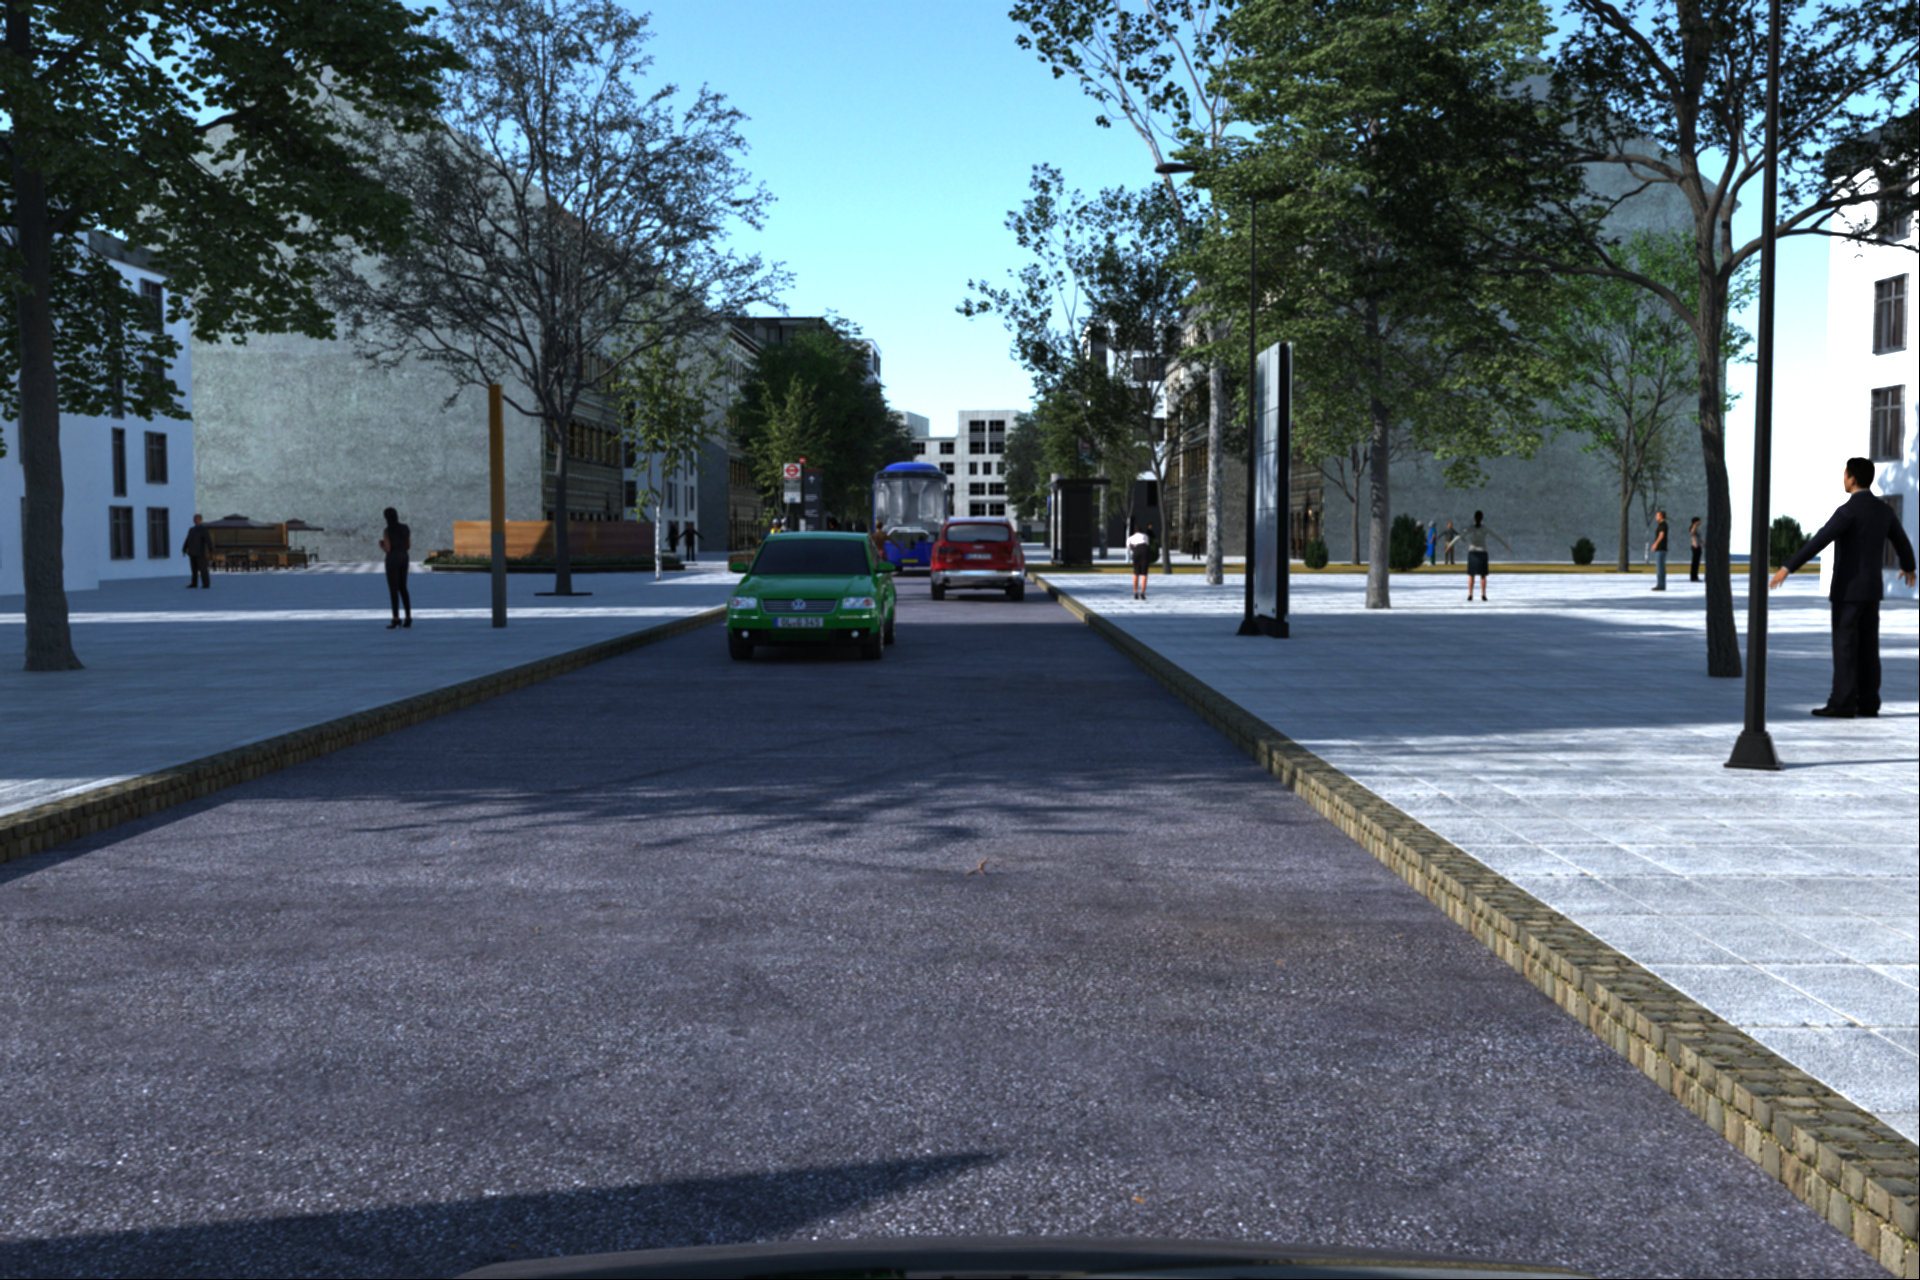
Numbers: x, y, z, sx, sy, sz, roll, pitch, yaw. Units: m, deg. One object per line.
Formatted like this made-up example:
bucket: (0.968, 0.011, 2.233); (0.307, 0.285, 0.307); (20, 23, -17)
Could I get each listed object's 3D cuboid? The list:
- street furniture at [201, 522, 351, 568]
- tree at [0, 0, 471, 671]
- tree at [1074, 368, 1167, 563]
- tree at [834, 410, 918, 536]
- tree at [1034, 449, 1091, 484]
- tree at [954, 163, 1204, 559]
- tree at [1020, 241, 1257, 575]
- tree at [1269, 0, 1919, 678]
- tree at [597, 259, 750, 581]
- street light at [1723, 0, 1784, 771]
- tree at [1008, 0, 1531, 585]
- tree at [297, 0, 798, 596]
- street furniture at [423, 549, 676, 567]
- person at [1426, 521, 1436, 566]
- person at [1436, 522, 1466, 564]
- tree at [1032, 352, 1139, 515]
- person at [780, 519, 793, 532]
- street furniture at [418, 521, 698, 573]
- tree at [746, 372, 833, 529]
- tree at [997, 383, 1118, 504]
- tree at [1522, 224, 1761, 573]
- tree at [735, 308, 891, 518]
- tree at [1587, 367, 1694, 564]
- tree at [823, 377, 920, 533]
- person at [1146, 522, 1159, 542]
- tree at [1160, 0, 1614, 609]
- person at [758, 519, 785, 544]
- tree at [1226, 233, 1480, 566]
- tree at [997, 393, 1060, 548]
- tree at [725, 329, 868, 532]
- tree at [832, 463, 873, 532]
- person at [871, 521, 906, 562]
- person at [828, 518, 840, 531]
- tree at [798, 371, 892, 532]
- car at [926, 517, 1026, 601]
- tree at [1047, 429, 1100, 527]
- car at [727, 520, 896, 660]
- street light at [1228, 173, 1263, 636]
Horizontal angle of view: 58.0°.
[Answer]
street furniture: (-30.571, -3.822, 69.338); (11.010, 1.723, 9.812); (-2, 4, -25)
tree: (-8.442, -5.963, 15.627); (7.486, 12.596, 7.792); (0, 3, 0)
tree: (7.570, -7.731, 76.767); (4.360, 8.622, 3.978); (0, 3, 0)
tree: (-8.145, -15.208, 155.310); (9.857, 13.997, 8.962); (0, 3, 0)
tree: (7.179, -10.859, 127.903); (4.360, 8.622, 3.978); (0, 3, 0)
tree: (6.478, -14.257, 88.993); (12.611, 20.169, 13.585); (0, 3, 0)
tree: (6.414, -7.375, 55.000); (8.767, 10.594, 7.601); (-2, 4, -35)
tree: (6.624, -4.960, 15.502); (7.601, 10.594, 8.767); (2, 4, 35)
tree: (-8.121, -5.937, 47.436); (4.737, 8.622, 4.395); (0, 3, 0)
street light: (4.922, -2.252, 9.363); (1.470, 5.913, 1.316); (0, 4, 1)
tree: (7.717, -11.417, 42.561); (12.611, 20.169, 13.585); (0, 3, 0)
tree: (-8.383, -7.683, 35.994); (12.009, 13.543, 11.850); (0, 3, 0)
street furniture: (-16.239, -3.336, 70.171); (10.072, 0.657, 5.734); (0, 4, 1)
person: (19.019, -3.897, 69.846); (0.704, 1.817, 1.347); (1, 4, 11)
person: (20.810, -4.115, 73.548); (1.348, 1.796, 0.705); (0, 4, -4)
tree: (8.059, -11.645, 108.520); (7.486, 12.596, 7.792); (0, 3, 0)
person: (-6.466, -3.542, 63.772); (1.347, 1.847, 0.705); (0, 4, -2)
street furniture: (-14.121, -3.207, 59.286); (11.010, 1.723, 9.812); (2, 4, 31)
tree: (-7.965, -7.897, 79.484); (4.737, 8.622, 4.395); (0, 3, 0)
tree: (7.891, -13.879, 137.286); (12.009, 13.543, 11.850); (0, 3, 0)
tree: (22.444, -8.076, 57.798); (9.928, 11.665, 9.643); (0, 3, 0)
tree: (-8.653, -11.761, 98.945); (9.857, 13.997, 8.962); (0, 3, 0)
tree: (29.650, -7.563, 74.012); (4.360, 8.622, 3.978); (0, 3, 0)
tree: (-7.902, -13.794, 135.904); (12.009, 13.543, 11.850); (0, 3, 0)
person: (8.960, -4.614, 81.370); (0.705, 1.837, 1.347); (2, 4, 30)
tree: (6.889, -6.827, 29.741); (7.486, 12.596, 7.792); (0, 3, 0)
person: (-5.969, -3.029, 55.990); (1.216, 1.772, 0.721); (1, 4, 17)
tree: (16.138, -9.813, 70.807); (12.009, 13.543, 11.850); (0, 3, 0)
tree: (7.988, -15.304, 156.882); (9.857, 13.997, 8.962); (0, 3, 0)
tree: (-8.198, -9.886, 87.386); (9.928, 11.665, 9.643); (0, 3, 0)
tree: (-7.535, -10.662, 124.681); (4.360, 8.622, 3.978); (0, 3, 0)
person: (-1.853, -1.868, 39.807); (1.217, 1.733, 0.721); (0, 4, -4)
person: (-4.402, -3.282, 59.799); (0.704, 1.843, 1.345); (3, 4, 37)
tree: (-8.071, -12.088, 115.764); (7.486, 12.596, 7.792); (0, 3, 0)
car: (0.366, -1.845, 38.840); (2.281, 1.827, 5.304); (0, 4, 0)
tree: (7.683, -10.219, 117.448); (4.737, 8.622, 4.395); (0, 3, 0)
car: (-1.742, -0.756, 21.156); (1.959, 1.807, 4.718); (0, 4, 0)
street light: (4.215, -3.013, 21.807); (1.470, 5.913, 1.316); (0, 4, 0)
